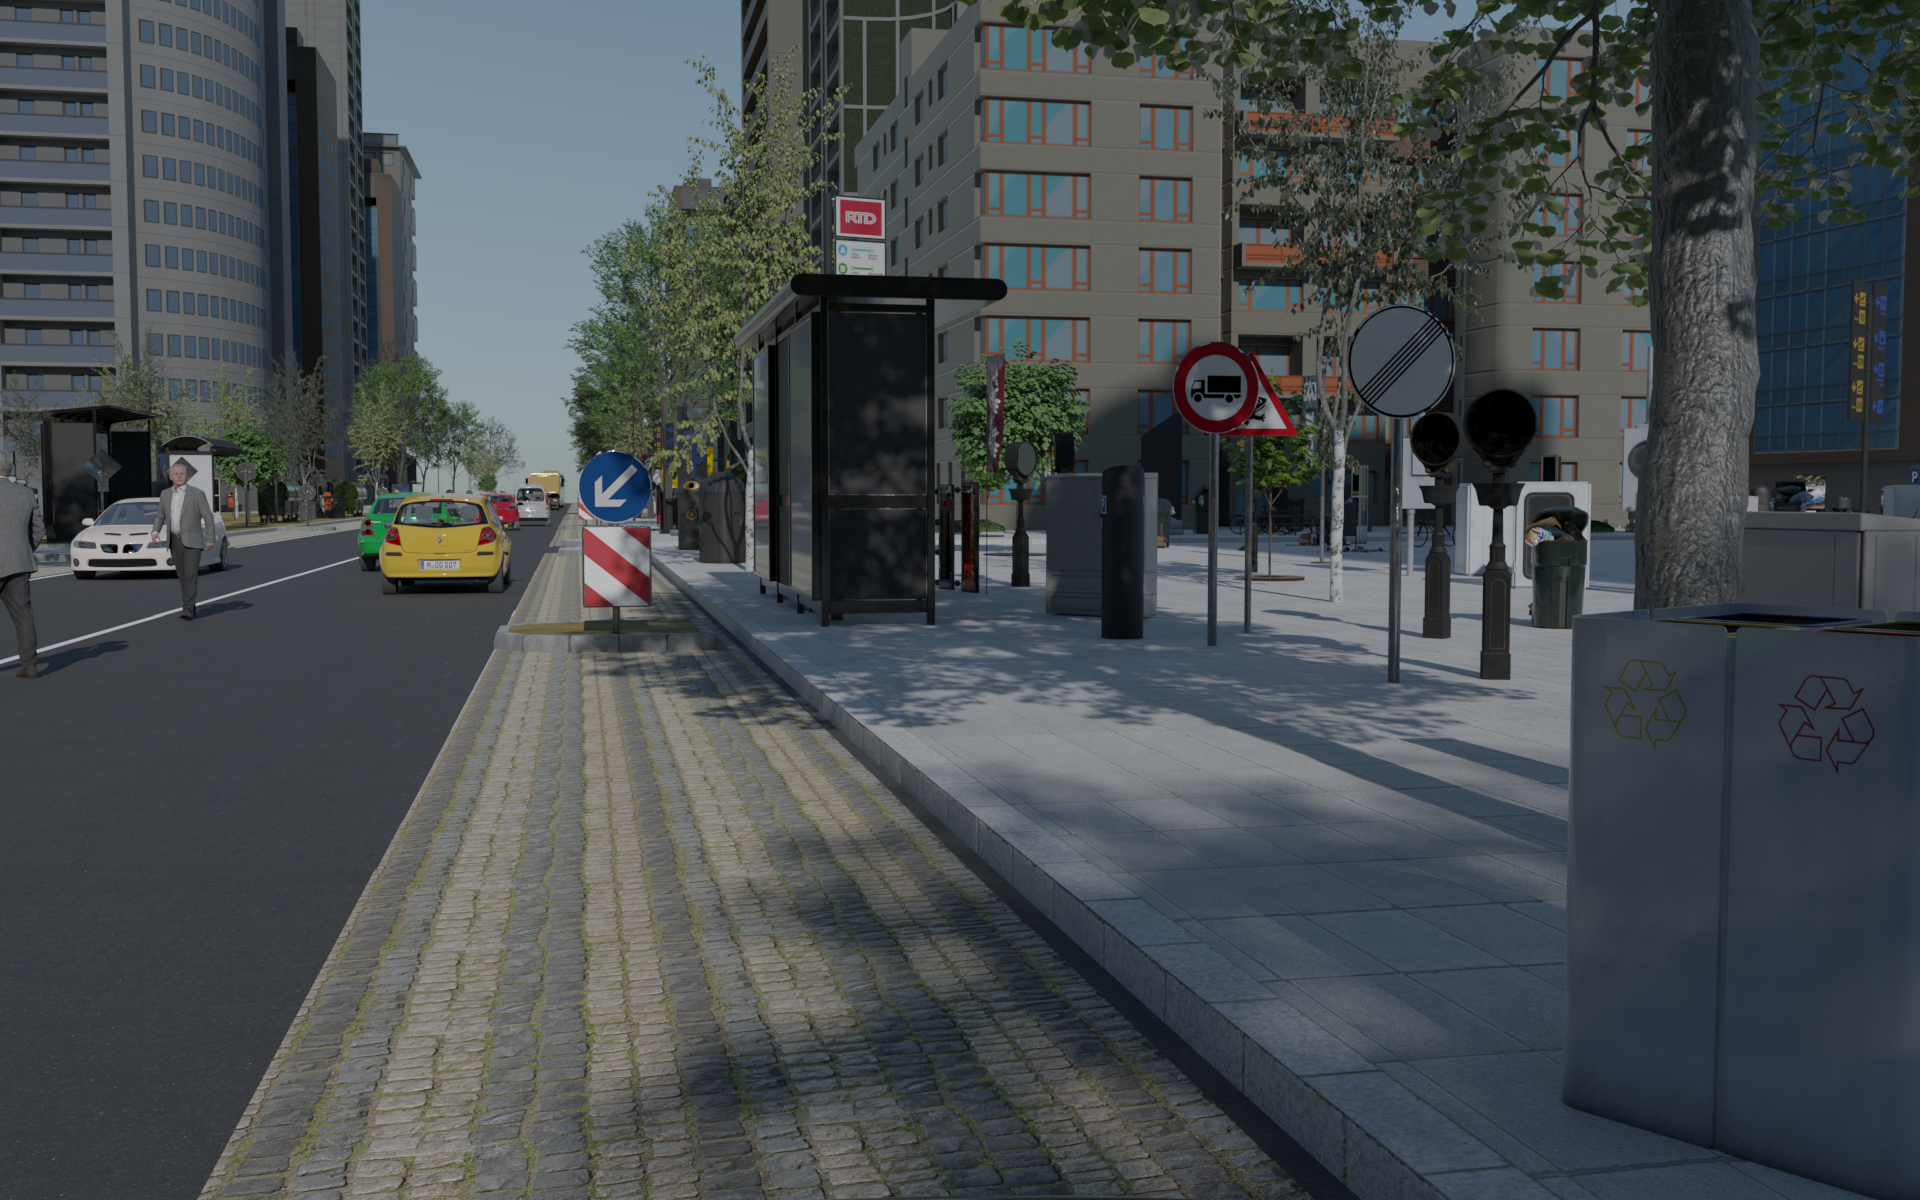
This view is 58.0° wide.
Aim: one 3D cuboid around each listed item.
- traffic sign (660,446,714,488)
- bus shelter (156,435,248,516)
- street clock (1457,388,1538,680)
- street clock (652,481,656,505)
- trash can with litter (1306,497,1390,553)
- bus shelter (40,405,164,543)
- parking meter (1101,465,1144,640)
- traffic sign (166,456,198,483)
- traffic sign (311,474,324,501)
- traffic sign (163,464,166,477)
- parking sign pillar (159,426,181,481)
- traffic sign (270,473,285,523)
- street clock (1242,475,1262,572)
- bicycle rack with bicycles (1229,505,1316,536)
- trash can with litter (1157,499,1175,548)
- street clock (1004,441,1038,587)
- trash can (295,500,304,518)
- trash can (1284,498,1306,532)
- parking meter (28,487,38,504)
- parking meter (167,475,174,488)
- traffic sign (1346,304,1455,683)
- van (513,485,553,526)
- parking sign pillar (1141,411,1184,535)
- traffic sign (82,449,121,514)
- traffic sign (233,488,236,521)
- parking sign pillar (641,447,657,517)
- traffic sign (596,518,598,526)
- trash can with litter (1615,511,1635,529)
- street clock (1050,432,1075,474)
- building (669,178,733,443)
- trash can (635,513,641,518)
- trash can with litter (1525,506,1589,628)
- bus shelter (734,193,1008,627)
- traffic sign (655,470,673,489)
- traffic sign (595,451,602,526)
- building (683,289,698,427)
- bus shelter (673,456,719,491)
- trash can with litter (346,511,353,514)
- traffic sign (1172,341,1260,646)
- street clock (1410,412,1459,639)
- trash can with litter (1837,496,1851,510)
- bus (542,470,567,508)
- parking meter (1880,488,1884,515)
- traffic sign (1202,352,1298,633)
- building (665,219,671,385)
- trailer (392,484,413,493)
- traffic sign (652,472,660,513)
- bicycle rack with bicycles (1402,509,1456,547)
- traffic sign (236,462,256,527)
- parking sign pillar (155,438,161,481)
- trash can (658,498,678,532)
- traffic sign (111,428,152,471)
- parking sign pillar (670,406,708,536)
[{"bbox_3d":[-11.602,-4.881,73.674,2.265,3.308,0.079,-1,4,-11],"label":"traffic sign"},{"bbox_3d":[-27.088,-4.173,62.146,2.014,3.302,5.546,-1,4,-12],"label":"bus shelter"},{"bbox_3d":[3.720,-0.453,11.980,0.471,2.002,0.358,1,4,11],"label":"street clock"},{"bbox_3d":[-17.176,-5.630,96.622,0.471,2.002,0.358,0,4,-3],"label":"street clock"},{"bbox_3d":[8.896,-1.669,38.349,2.233,1.210,1.678,1,4,23],"label":"trash can with litter"},{"bbox_3d":[-23.878,-3.497,48.464,1.731,3.624,6.357,-1,4,-12],"label":"bus shelter"},{"bbox_3d":[1.447,-0.428,15.403,0.372,1.533,0.369,0,3,0],"label":"parking meter"},{"bbox_3d":[-20.701,-2.599,46.128,0.795,2.450,0.064,-1,4,-12],"label":"traffic sign"},{"bbox_3d":[-40.057,-6.602,108.044,0.768,2.556,0.104,0,4,-8],"label":"traffic sign"},{"bbox_3d":[-30.326,-4.077,66.764,0.768,2.556,0.104,0,4,-4],"label":"traffic sign"},{"bbox_3d":[-30.841,-4.912,68.780,1.447,3.967,1.447,-2,4,-25],"label":"parking sign pillar"},{"bbox_3d":[-30.267,-4.683,76.675,0.768,2.556,0.104,0,4,-7],"label":"traffic sign"},{"bbox_3d":[4.795,-1.456,28.369,0.471,2.002,0.358,1,4,10],"label":"street clock"},{"bbox_3d":[9.852,-2.520,54.582,2.925,0.926,2.852,2,4,29],"label":"bicycle rack with bicycles"},{"bbox_3d":[4.823,-1.826,41.248,0.624,1.170,1.055,0,4,5],"label":"trash can with litter"},{"bbox_3d":[0.838,-1.183,23.909,0.358,2.002,0.471,3,5,41],"label":"street clock"},{"bbox_3d":[-35.859,-5.052,94.253,0.748,1.137,0.748,0,3,0],"label":"trash can"},{"bbox_3d":[11.454,-2.912,59.263,0.748,1.137,0.748,0,3,0],"label":"trash can"},{"bbox_3d":[-34.403,-3.416,64.265,0.372,1.533,0.369,0,3,0],"label":"parking meter"},{"bbox_3d":[-24.486,-2.956,54.041,0.399,1.863,0.255,-2,4,-29],"label":"parking meter"},{"bbox_3d":[2.953,-0.710,11.716,0.768,2.556,0.104,-1,4,-9],"label":"traffic sign"},{"bbox_3d":[-19.312,-4.336,77.903,2.013,2.044,4.112,-1,4,-14],"label":"van"},{"bbox_3d":[6.355,-4.049,54.672,1.447,3.967,1.447,0,4,6],"label":"parking sign pillar"},{"bbox_3d":[-18.978,-2.122,38.331,0.795,2.450,0.064,-1,4,-12],"label":"traffic sign"},{"bbox_3d":[-34.466,-5.023,82.229,0.768,2.556,0.104,0,4,-8],"label":"traffic sign"},{"bbox_3d":[-17.844,-6.724,98.415,1.447,3.967,1.447,-1,4,-9],"label":"parking sign pillar"},{"bbox_3d":[-10.156,-2.739,48.429,0.795,2.450,0.064,-1,4,-12],"label":"traffic sign"},{"bbox_3d":[24.642,-3.218,63.678,1.678,1.210,2.233,1,4,13],"label":"trash can with litter"},{"bbox_3d":[1.204,-0.968,20.402,0.358,2.002,0.471,0,4,-5],"label":"street clock"},{"bbox_3d":[-33.746,-36.429,245.717,14.600,45.320,14.200,-1,4,-12],"label":"building"},{"bbox_3d":[-17.191,-4.894,91.664,0.748,1.137,0.748,0,3,0],"label":"trash can"},{"bbox_3d":[5.720,-0.333,16.833,0.624,1.170,1.055,0,4,8],"label":"trash can with litter"},{"bbox_3d":[-1.488,-2.645,20.871,2.179,5.291,8.768,-1,4,-13],"label":"bus shelter"},{"bbox_3d":[-17.915,-6.734,103.968,2.265,3.308,0.079,-1,4,-9],"label":"traffic sign"},{"bbox_3d":[-8.432,-2.262,40.632,0.795,2.450,0.064,-1,4,-12],"label":"traffic sign"},{"bbox_3d":[-30.055,-28.160,232.120,14.160,30.474,14.107,-1,4,-12],"label":"building"},{"bbox_3d":[-12.374,-5.273,80.144,2.014,3.302,5.546,-1,4,-12],"label":"bus shelter"},{"bbox_3d":[-38.704,-5.978,109.133,1.055,1.170,0.624,-1,4,-16],"label":"trash can with litter"},{"bbox_3d":[2.134,-0.885,14.583,0.768,2.556,0.104,-1,4,-12],"label":"traffic sign"},{"bbox_3d":[4.249,-0.661,15.376,0.471,2.002,0.358,3,5,40],"label":"street clock"},{"bbox_3d":[35.259,-3.602,69.945,2.233,1.210,1.678,0,4,-2],"label":"trash can with litter"},{"bbox_3d":[-42.696,-11.556,180.494,2.896,3.916,12.252,-1,4,-10],"label":"bus"},{"bbox_3d":[37.186,-3.742,69.587,0.372,1.533,0.369,0,3,0],"label":"parking meter"},{"bbox_3d":[2.659,-0.975,15.951,0.884,2.594,0.081,0,4,-4],"label":"traffic sign"},{"bbox_3d":[-34.229,-37.509,267.897,22.147,44.769,28.867,-1,4,-12],"label":"building"},{"bbox_3d":[-32.612,-5.758,101.191,1.471,1.999,3.904,-1,4,-13],"label":"trailer"},{"bbox_3d":[-17.723,-6.170,100.986,0.768,2.556,0.104,-1,4,-11],"label":"traffic sign"},{"bbox_3d":[11.956,-1.719,41.490,2.925,0.926,2.852,-3,4,-36],"label":"bicycle rack with bicycles"},{"bbox_3d":[-28.147,-4.170,68.279,0.768,2.556,0.104,0,4,-3],"label":"traffic sign"},{"bbox_3d":[-38.230,-5.820,83.632,1.447,3.967,1.447,1,4,8],"label":"parking sign pillar"},{"bbox_3d":[-9.724,-2.828,57.886,0.748,1.137,0.748,0,3,0],"label":"trash can"},{"bbox_3d":[-25.981,-3.626,53.151,2.265,3.308,0.079,0,4,-4],"label":"traffic sign"},{"bbox_3d":[-8.254,-3.977,53.503,1.447,3.967,1.447,1,4,16],"label":"parking sign pillar"}]
